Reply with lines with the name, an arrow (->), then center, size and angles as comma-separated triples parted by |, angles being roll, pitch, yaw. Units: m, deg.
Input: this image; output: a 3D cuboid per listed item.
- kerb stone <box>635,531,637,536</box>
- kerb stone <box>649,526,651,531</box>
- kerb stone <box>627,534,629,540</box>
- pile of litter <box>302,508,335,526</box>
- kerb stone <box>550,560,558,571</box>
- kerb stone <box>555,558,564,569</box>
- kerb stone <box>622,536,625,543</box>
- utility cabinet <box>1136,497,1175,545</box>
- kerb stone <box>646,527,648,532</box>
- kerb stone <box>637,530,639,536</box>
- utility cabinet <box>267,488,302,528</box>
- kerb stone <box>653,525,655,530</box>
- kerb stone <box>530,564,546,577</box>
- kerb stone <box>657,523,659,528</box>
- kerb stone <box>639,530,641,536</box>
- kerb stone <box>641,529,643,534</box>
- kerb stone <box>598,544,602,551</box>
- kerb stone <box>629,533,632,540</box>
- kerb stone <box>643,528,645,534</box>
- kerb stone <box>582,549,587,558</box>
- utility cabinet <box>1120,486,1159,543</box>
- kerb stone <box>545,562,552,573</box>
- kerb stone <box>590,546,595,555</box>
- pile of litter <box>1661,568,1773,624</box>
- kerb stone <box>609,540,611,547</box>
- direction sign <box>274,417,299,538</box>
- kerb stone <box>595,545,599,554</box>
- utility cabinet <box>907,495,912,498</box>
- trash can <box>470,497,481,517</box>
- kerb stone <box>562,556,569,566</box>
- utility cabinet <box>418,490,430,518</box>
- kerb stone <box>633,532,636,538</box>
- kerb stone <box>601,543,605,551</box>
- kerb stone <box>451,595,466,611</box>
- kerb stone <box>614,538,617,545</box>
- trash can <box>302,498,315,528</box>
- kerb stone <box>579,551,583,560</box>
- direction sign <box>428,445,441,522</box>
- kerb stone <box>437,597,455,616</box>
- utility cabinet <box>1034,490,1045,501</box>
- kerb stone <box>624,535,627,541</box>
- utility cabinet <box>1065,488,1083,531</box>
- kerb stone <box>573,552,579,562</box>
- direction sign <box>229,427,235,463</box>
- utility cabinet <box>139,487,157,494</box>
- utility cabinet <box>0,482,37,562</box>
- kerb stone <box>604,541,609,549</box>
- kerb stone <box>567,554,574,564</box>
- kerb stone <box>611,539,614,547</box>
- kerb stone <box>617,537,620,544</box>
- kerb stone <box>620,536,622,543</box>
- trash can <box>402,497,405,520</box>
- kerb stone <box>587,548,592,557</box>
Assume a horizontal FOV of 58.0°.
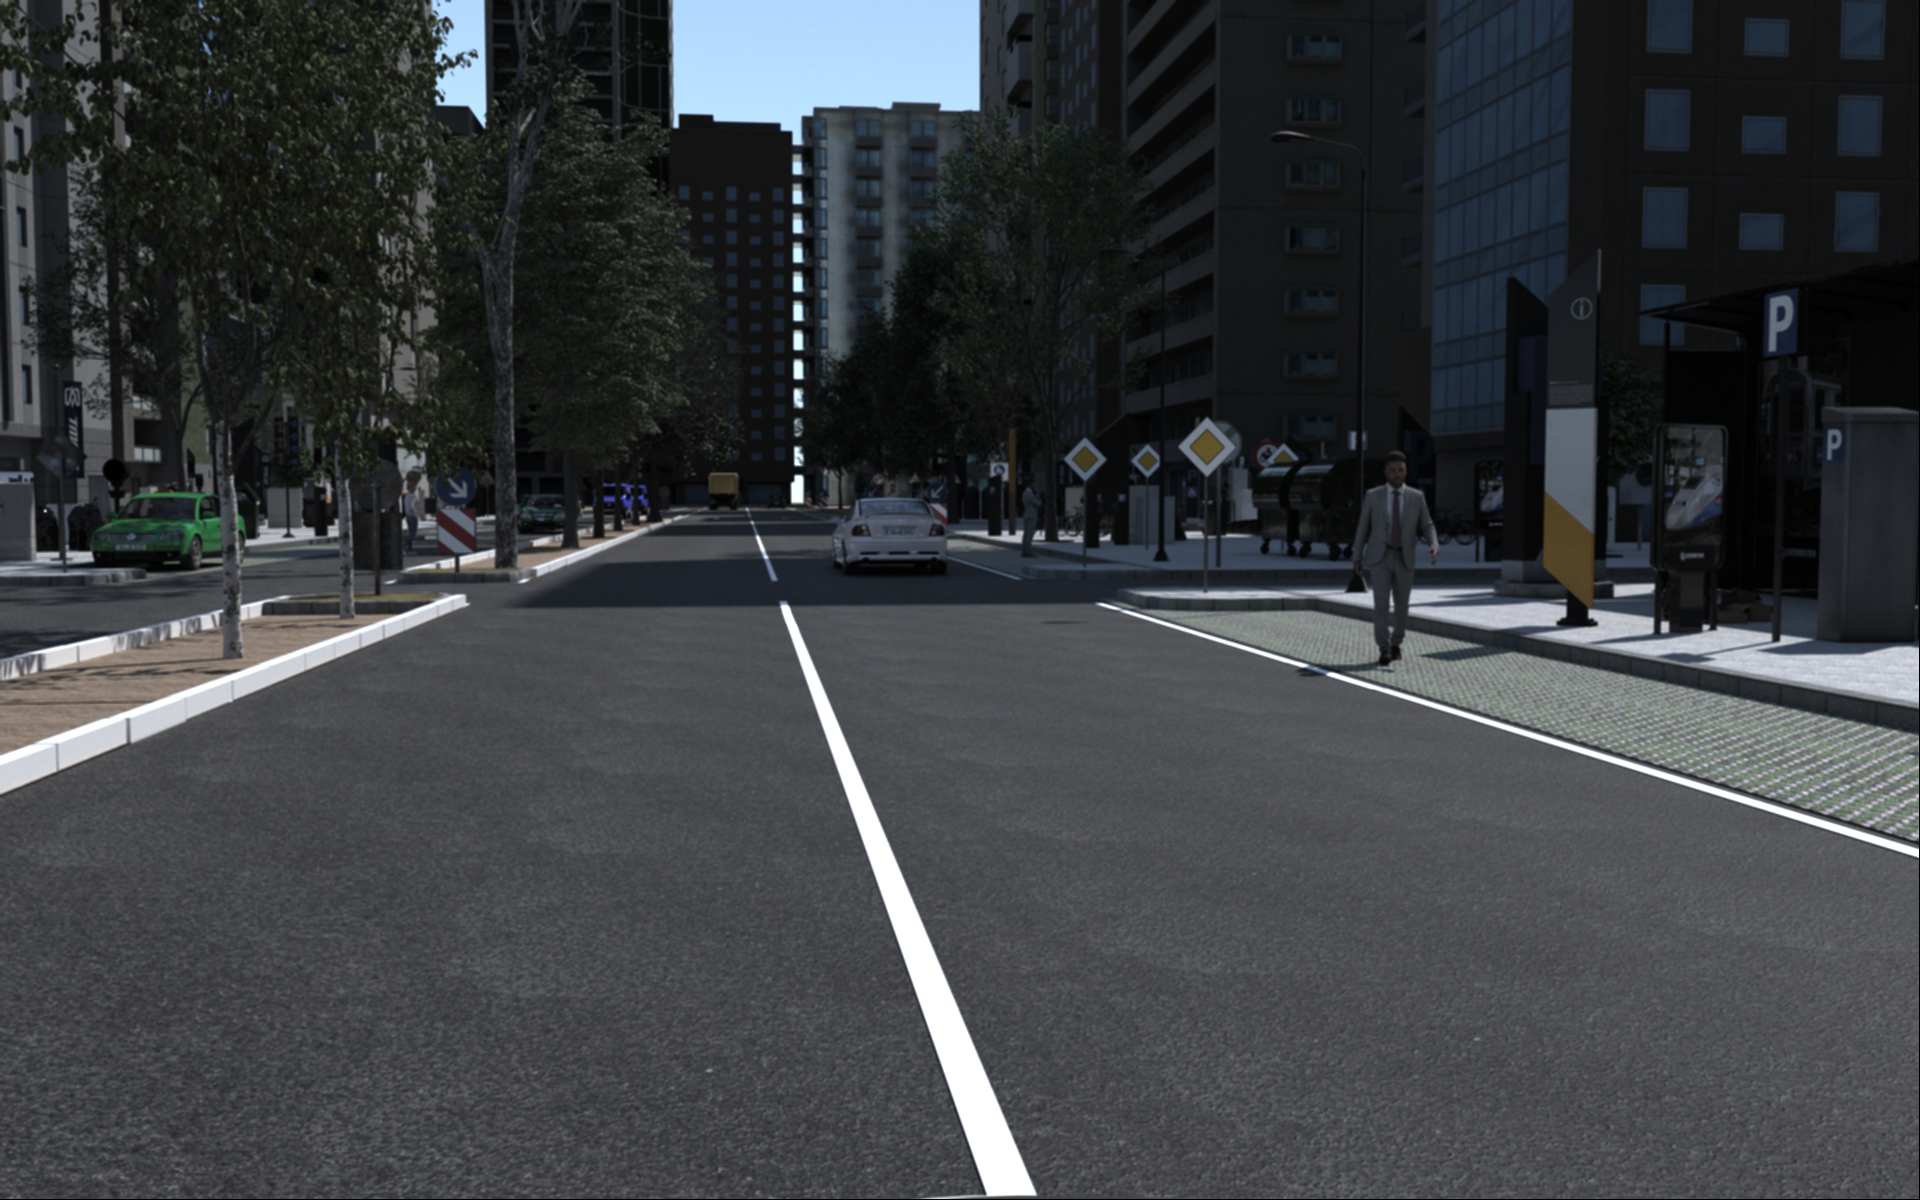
kerb stone -> -10.742, -2.112, 56.721 | 0.120, 0.150, 1.000 | 0, 4, -7
kerb stone -> -11.766, -2.609, 64.845 | 0.120, 0.150, 1.000 | 0, 4, -7
kerb stone -> -10.230, -1.863, 52.659 | 0.120, 0.150, 1.000 | 0, 4, -7
pile of litter -> -26.006, -3.424, 69.947 | 1.176, 0.858, 1.719 | 3, 5, 41
kerb stone -> -7.653, -0.613, 32.296 | 0.120, 0.150, 1.000 | 0, 4, -7
kerb stone -> -7.781, -0.680, 33.310 | 0.120, 0.150, 1.000 | 0, 4, -7
kerb stone -> -9.969, -1.738, 50.607 | 0.120, 0.150, 1.000 | 0, 4, -7
utility cabinet -> 4.946, -2.000, 43.862 | 1.020, 1.237, 0.306 | -2, 4, -28
kerb stone -> -11.510, -2.484, 62.812 | 0.120, 0.150, 1.000 | 0, 4, -7
kerb stone -> -10.875, -2.174, 57.735 | 0.120, 0.150, 1.000 | 0, 4, -7
utility cabinet -> -25.107, -3.407, 64.385 | 1.173, 1.500, 0.318 | -1, 4, -16
kerb stone -> -12.145, -2.795, 67.899 | 0.120, 0.150, 1.000 | 0, 4, -7
kerb stone -> -7.398, -0.494, 30.266 | 0.120, 0.150, 1.000 | 0, 4, -7
kerb stone -> -12.535, -2.979, 70.947 | 0.120, 0.150, 1.000 | 0, 4, -7
kerb stone -> -11.001, -2.236, 58.750 | 0.120, 0.150, 1.000 | 0, 4, -7
kerb stone -> -11.121, -2.296, 59.765 | 0.120, 0.150, 1.000 | 0, 4, -7
kerb stone -> -8.937, -1.239, 42.457 | 0.120, 0.150, 1.000 | 0, 4, -7
kerb stone -> -10.352, -1.925, 53.674 | 0.120, 0.150, 1.000 | 0, 4, -7
kerb stone -> -11.249, -2.359, 60.783 | 0.120, 0.150, 1.000 | 0, 4, -7
kerb stone -> -8.421, -0.989, 38.392 | 0.120, 0.150, 1.000 | 0, 4, -7
utility cabinet -> 4.680, -2.215, 44.896 | 1.173, 1.500, 0.318 | 3, 4, 39
kerb stone -> -7.533, -0.553, 31.280 | 0.120, 0.150, 1.000 | 0, 4, -7
kerb stone -> -8.678, -1.115, 40.420 | 0.120, 0.150, 1.000 | 0, 4, -7
pile of litter -> 7.852, -0.235, 17.804 | 1.719, 0.858, 1.176 | -3, 4, -39
kerb stone -> -9.325, -1.423, 45.517 | 0.120, 0.150, 1.000 | 0, 4, -7
direction sign -> -19.794, -3.606, 50.956 | 0.876, 3.537, 0.379 | 1, 4, 22
kerb stone -> -8.807, -1.177, 41.434 | 0.120, 0.150, 1.000 | 0, 4, -7
utility cabinet -> -2.459, -5.259, 97.140 | 1.020, 1.237, 0.306 | 0, 4, -7
trash can -> -26.788, -5.142, 95.722 | 0.748, 1.137, 0.748 | 0, 3, 0
kerb stone -> -7.916, -0.742, 34.323 | 0.120, 0.150, 1.000 | 0, 4, -7
utility cabinet -> -28.029, -5.009, 90.576 | 0.318, 1.500, 1.173 | 0, 4, -4
kerb stone -> -10.607, -2.049, 55.704 | 0.120, 0.150, 1.000 | 0, 4, -7
kerb stone -> -9.070, -1.302, 43.479 | 0.120, 0.150, 1.000 | 0, 4, -7
kerb stone -> -6.302, 0.037, 21.599 | 0.120, 0.150, 1.000 | 0, 4, -7
kerb stone -> -9.587, -1.551, 47.552 | 0.120, 0.150, 1.000 | 0, 4, -7
trash can -> -24.898, -3.356, 66.518 | 0.748, 1.137, 0.748 | 0, 3, 0
kerb stone -> -8.296, -0.929, 37.377 | 0.120, 0.150, 1.000 | 0, 4, -7
direction sign -> -23.993, -5.350, 79.469 | 0.379, 3.537, 0.876 | 3, 5, 43
kerb stone -> -6.176, 0.099, 20.582 | 0.120, 0.150, 1.000 | 0, 4, -7
utility cabinet -> 4.864, -5.751, 102.702 | 1.173, 1.500, 0.318 | 0, 4, 6
kerb stone -> -10.090, -1.799, 51.626 | 0.120, 0.150, 1.000 | 0, 4, -7
utility cabinet -> 4.095, -3.091, 59.221 | 0.318, 1.500, 1.173 | -3, 4, -36
kerb stone -> -8.165, -0.865, 36.363 | 0.120, 0.150, 1.000 | 0, 4, -7
direction sign -> -24.611, -4.068, 58.507 | 0.379, 3.537, 0.876 | -3, 4, -36
utility cabinet -> -24.127, -2.619, 51.500 | 0.318, 1.500, 1.173 | -1, 4, -15
utility cabinet -> -18.033, -1.456, 32.490 | 1.173, 1.500, 0.318 | -1, 4, -12
kerb stone -> -9.190, -1.364, 44.494 | 0.120, 0.150, 1.000 | 0, 4, -7
kerb stone -> -8.035, -0.804, 35.342 | 0.120, 0.150, 1.000 | 0, 4, -7
kerb stone -> -9.455, -1.488, 46.531 | 0.120, 0.150, 1.000 | 0, 4, -7
kerb stone -> -9.712, -1.613, 48.566 | 0.120, 0.150, 1.000 | 0, 4, -7
kerb stone -> -9.843, -1.674, 49.593 | 0.120, 0.150, 1.000 | 0, 4, -7
trash can -> -28.235, -4.610, 87.026 | 0.748, 1.137, 0.748 | 0, 3, 0
kerb stone -> -8.545, -1.053, 39.406 | 0.120, 0.150, 1.000 | 0, 4, -7
